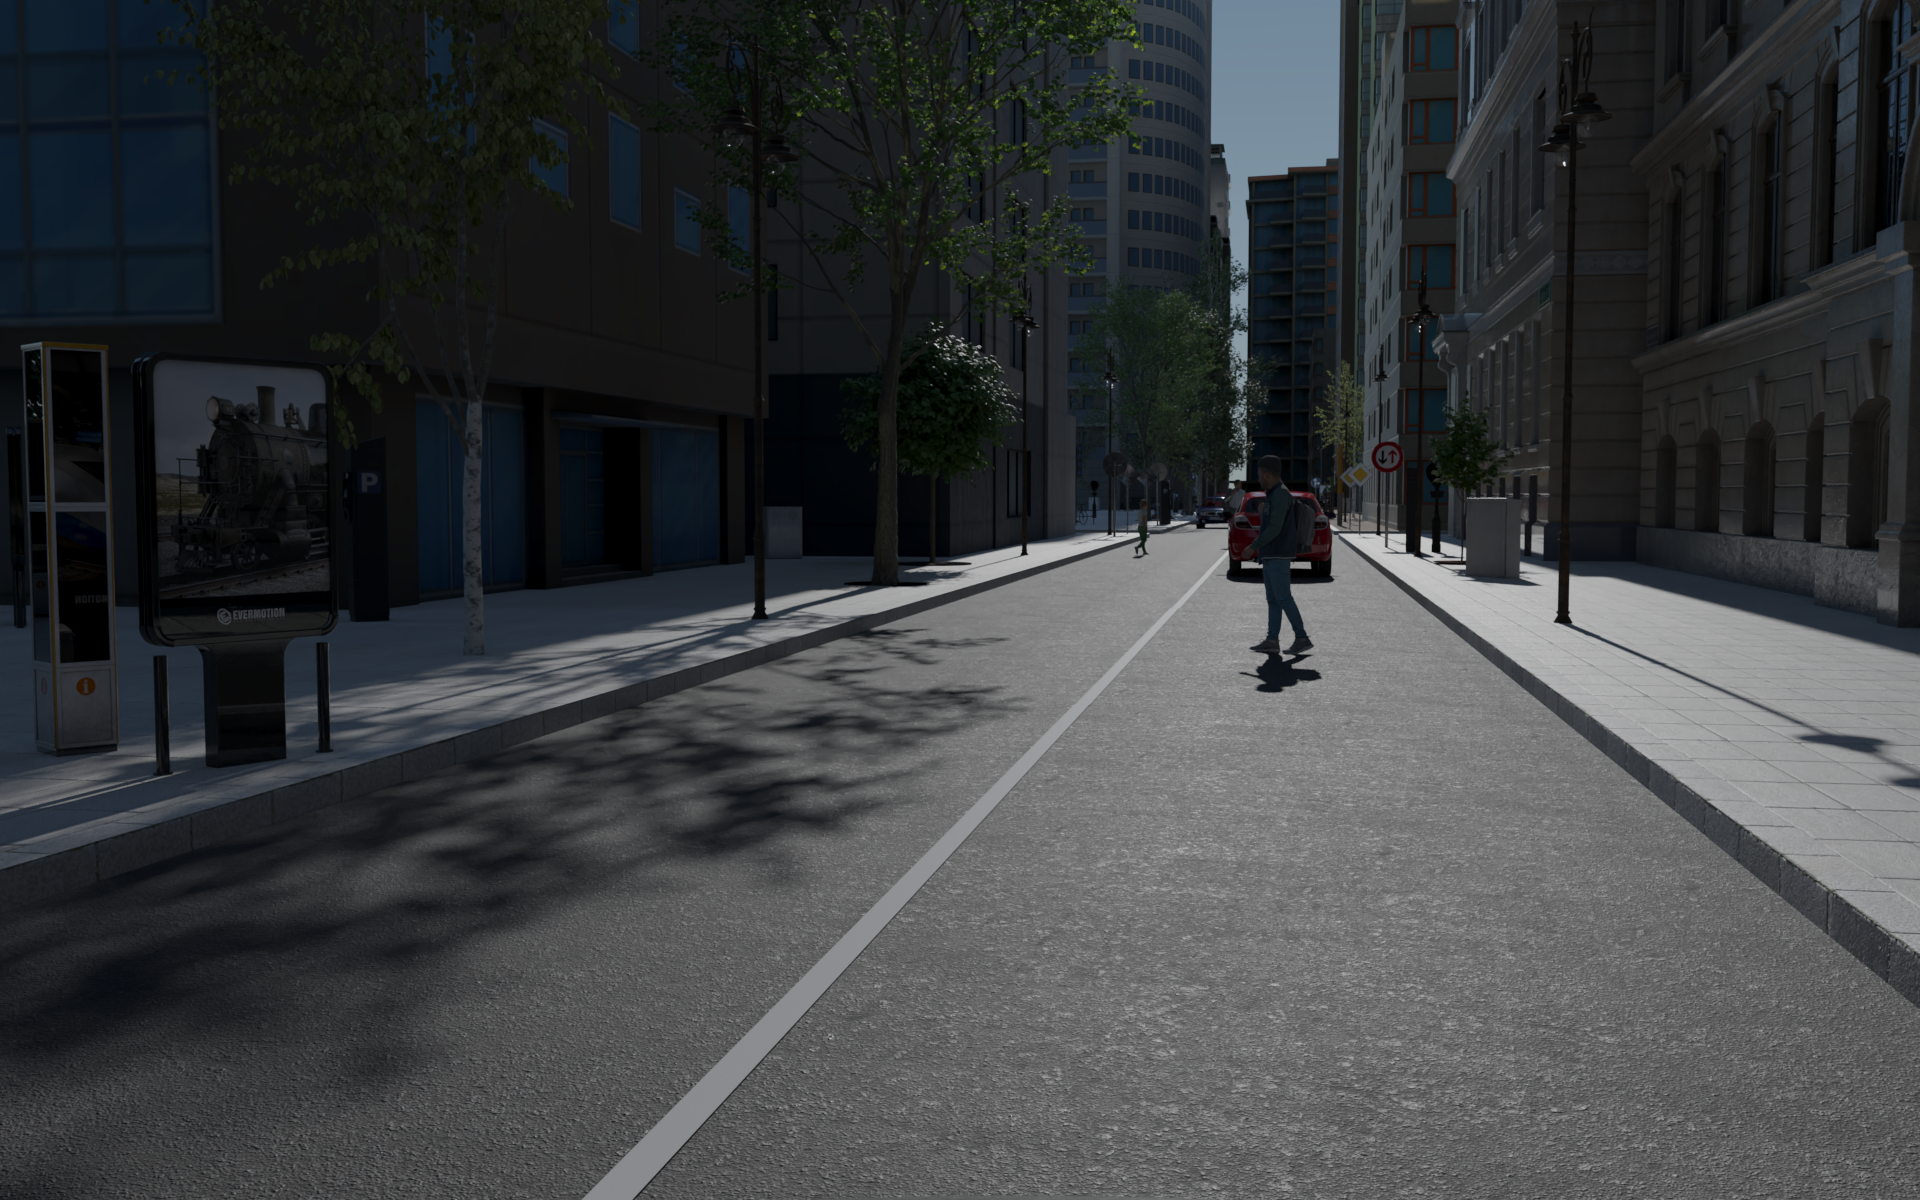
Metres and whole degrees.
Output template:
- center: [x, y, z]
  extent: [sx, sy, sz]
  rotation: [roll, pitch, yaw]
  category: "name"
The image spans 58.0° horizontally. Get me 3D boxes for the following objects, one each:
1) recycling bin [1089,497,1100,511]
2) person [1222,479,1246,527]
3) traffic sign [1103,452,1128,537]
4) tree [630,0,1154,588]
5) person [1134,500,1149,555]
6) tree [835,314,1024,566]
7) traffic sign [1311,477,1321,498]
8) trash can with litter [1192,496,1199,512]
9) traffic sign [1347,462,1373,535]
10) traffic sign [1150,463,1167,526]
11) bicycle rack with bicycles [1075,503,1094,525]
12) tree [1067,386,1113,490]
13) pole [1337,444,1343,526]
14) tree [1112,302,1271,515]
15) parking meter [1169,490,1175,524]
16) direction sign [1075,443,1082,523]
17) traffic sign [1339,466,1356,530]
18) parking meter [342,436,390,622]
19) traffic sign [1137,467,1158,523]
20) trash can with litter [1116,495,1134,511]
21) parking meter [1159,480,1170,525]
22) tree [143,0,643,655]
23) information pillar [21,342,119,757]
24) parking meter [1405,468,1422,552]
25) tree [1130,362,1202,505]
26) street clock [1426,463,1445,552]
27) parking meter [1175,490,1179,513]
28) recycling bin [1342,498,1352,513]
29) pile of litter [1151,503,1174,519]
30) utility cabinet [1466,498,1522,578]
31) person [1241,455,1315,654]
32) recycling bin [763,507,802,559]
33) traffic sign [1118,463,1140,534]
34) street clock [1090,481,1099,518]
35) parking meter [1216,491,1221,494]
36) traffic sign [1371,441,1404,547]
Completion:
- center: [10.266, -7.325, 132.315]
  extent: [0.722, 1.027, 0.722]
  rotation: [1, 4, 19]
  category: "recycling bin"
- center: [7.455, -2.350, 47.030]
  extent: [0.679, 1.850, 0.850]
  rotation: [0, 4, 2]
  category: "person"
- center: [4.653, -3.181, 52.123]
  extent: [0.768, 2.556, 0.104]
  rotation: [1, 4, 20]
  category: "traffic sign"
- center: [-0.910, -6.003, 23.901]
  extent: [9.928, 11.665, 9.643]
  rotation: [0, 3, 0]
  category: "tree"
- center: [4.271, -1.711, 40.721]
  extent: [0.306, 1.304, 0.590]
  rotation: [3, 5, 42]
  category: "person"
- center: [-0.424, -2.914, 31.366]
  extent: [4.285, 4.588, 4.351]
  rotation: [0, 3, 0]
  category: "tree"
- center: [27.185, -8.084, 132.286]
  extent: [0.768, 2.556, 0.104]
  rotation: [1, 4, 11]
  category: "traffic sign"
- center: [16.678, -6.932, 124.729]
  extent: [1.055, 1.170, 0.624]
  rotation: [-3, 5, -44]
  category: "trash can with litter"
- center: [12.485, -3.084, 54.063]
  extent: [0.795, 2.450, 0.064]
  rotation: [1, 4, 11]
  category: "traffic sign"
- center: [7.985, -4.271, 69.939]
  extent: [0.768, 2.556, 0.104]
  rotation: [1, 4, 11]
  category: "traffic sign"
- center: [4.237, -3.610, 72.413]
  extent: [2.852, 0.926, 2.925]
  rotation: [2, 4, 30]
  category: "bicycle rack with bicycles"
- center: [7.706, -10.062, 114.882]
  extent: [4.360, 8.622, 3.978]
  rotation: [0, 3, 0]
  category: "tree"
- center: [15.452, -4.682, 70.393]
  extent: [0.158, 3.312, 0.155]
  rotation: [0, 3, 0]
  category: "pole"
- center: [13.720, -11.418, 103.698]
  extent: [9.611, 12.733, 9.660]
  rotation: [0, 3, 0]
  category: "tree"
- center: [8.817, -4.005, 73.893]
  extent: [0.372, 1.533, 0.369]
  rotation: [0, 3, 0]
  category: "parking meter"
- center: [5.200, -5.246, 77.777]
  extent: [0.379, 3.537, 0.876]
  rotation: [-2, 4, -30]
  category: "direction sign"
- center: [13.950, -3.564, 61.913]
  extent: [0.795, 2.450, 0.064]
  rotation: [1, 4, 11]
  category: "traffic sign"
- center: [-5.988, -0.718, 17.454]
  extent: [0.399, 1.863, 0.255]
  rotation: [-2, 4, -31]
  category: "parking meter"
- center: [6.832, -3.646, 63.258]
  extent: [0.795, 2.450, 0.064]
  rotation: [1, 4, 11]
  category: "traffic sign"
- center: [12.008, -7.180, 128.458]
  extent: [2.233, 1.210, 1.678]
  rotation: [-1, 4, -23]
  category: "trash can with litter"
- center: [8.539, -4.074, 72.314]
  extent: [0.399, 1.863, 0.255]
  rotation: [-1, 4, -17]
  category: "parking meter"
- center: [-4.074, -3.875, 13.722]
  extent: [4.737, 8.622, 4.395]
  rotation: [0, 3, 0]
  category: "tree"
- center: [-4.407, -0.250, 8.586]
  extent: [0.304, 2.012, 0.304]
  rotation: [3, 5, 44]
  category: "information pillar"
- center: [10.061, -1.999, 38.389]
  extent: [0.255, 1.863, 0.399]
  rotation: [2, 4, 31]
  category: "parking meter"
- center: [11.429, -8.835, 94.816]
  extent: [4.737, 8.622, 4.395]
  rotation: [0, 3, 0]
  category: "tree"
- center: [10.514, -2.056, 38.188]
  extent: [0.471, 2.002, 0.358]
  rotation: [1, 4, 22]
  category: "street clock"
- center: [14.814, -6.759, 118.916]
  extent: [0.372, 1.533, 0.369]
  rotation: [0, 3, 0]
  category: "parking meter"
- center: [25.706, -6.305, 115.648]
  extent: [0.722, 1.027, 0.722]
  rotation: [0, 4, -2]
  category: "recycling bin"
- center: [10.157, -4.529, 88.009]
  extent: [1.176, 0.858, 1.719]
  rotation: [-3, 4, -39]
  category: "pile of litter"
- center: [8.265, -0.959, 26.844]
  extent: [0.306, 1.237, 1.020]
  rotation: [-1, 4, -19]
  category: "utility cabinet"
- center: [2.866, -0.418, 15.679]
  extent: [0.721, 1.781, 0.623]
  rotation: [0, 4, -1]
  category: "person"
- center: [-3.542, -1.337, 34.412]
  extent: [0.722, 1.027, 0.722]
  rotation: [-1, 4, -15]
  category: "recycling bin"
- center: [5.367, -3.166, 55.408]
  extent: [0.795, 2.450, 0.064]
  rotation: [1, 4, 11]
  category: "traffic sign"
- center: [7.171, -5.374, 92.439]
  extent: [0.471, 2.002, 0.358]
  rotation: [2, 4, 25]
  category: "street clock"
- center: [19.915, -7.658, 133.625]
  extent: [0.372, 1.533, 0.369]
  rotation: [0, 3, 0]
  category: "parking meter"
- center: [10.263, -2.538, 41.609]
  extent: [0.768, 2.556, 0.104]
  rotation: [1, 4, 15]
  category: "traffic sign"
